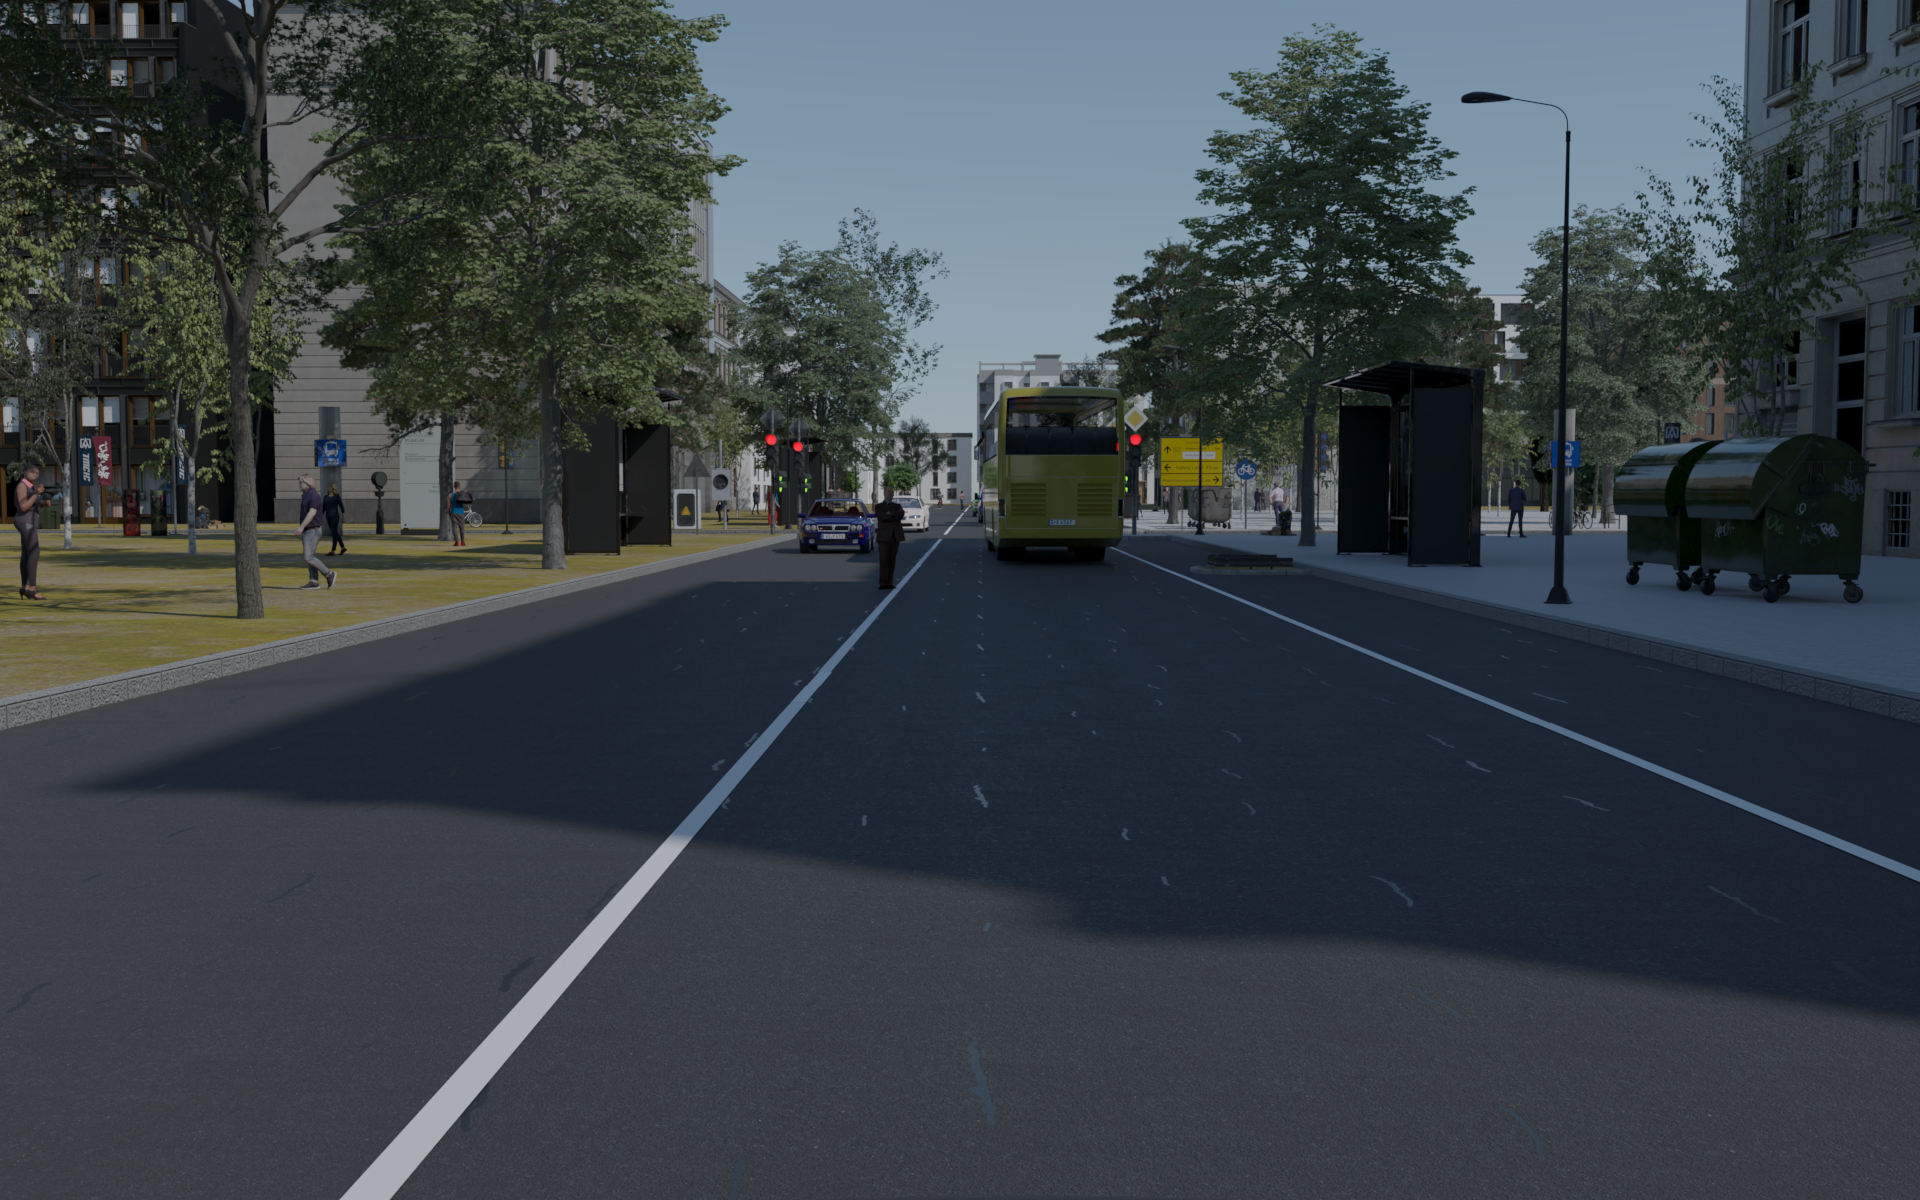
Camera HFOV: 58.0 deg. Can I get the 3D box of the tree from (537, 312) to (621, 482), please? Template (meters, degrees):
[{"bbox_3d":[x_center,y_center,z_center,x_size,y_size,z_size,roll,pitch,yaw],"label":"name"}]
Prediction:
[{"bbox_3d":[-14.291,-6.991,64.663,4.360,8.622,3.978,0,3,0],"label":"tree"}]

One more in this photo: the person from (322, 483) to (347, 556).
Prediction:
[{"bbox_3d":[-13.030,-1.682,36.084,0.480,1.512,0.613,0,4,-1],"label":"person"}]

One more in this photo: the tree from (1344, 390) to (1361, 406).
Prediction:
[{"bbox_3d":[32.460,-12.610,131.923,9.928,11.665,9.643,0,3,0],"label":"tree"}]

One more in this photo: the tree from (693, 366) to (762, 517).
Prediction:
[{"bbox_3d":[-14.016,-9.297,102.360,4.737,8.622,4.395,0,3,0],"label":"tree"}]

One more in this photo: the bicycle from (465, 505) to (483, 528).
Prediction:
[{"bbox_3d":[-18.881,-3.212,65.741,1.543,0.972,0.635,-2,4,-33],"label":"bicycle"}]

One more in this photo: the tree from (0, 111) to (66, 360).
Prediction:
[{"bbox_3d":[-16.357,-4.767,28.311,4.737,8.622,4.395,0,3,0],"label":"tree"}]

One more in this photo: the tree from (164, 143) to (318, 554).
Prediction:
[{"bbox_3d":[-16.352,-5.298,36.984,4.737,8.622,4.395,0,3,0],"label":"tree"}]

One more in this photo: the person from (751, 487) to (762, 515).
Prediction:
[{"bbox_3d":[-12.494,-6.070,106.212,0.530,1.710,0.541,-3,4,-38],"label":"person"}]

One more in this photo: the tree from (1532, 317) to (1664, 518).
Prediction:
[{"bbox_3d":[33.749,-9.574,90.944,7.601,10.594,8.767,0,4,-2],"label":"tree"}]

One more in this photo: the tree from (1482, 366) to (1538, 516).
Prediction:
[{"bbox_3d":[30.769,-9.119,99.458,4.737,8.622,4.395,0,3,0],"label":"tree"}]

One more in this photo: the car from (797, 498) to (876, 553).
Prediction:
[{"bbox_3d":[-3.037,-1.869,43.132,1.945,1.354,3.894,0,4,-1],"label":"car"}]

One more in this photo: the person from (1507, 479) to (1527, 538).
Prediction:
[{"bbox_3d":[16.387,-2.689,50.931,0.530,1.710,0.541,-3,5,-43],"label":"person"}]

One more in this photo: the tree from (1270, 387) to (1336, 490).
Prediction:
[{"bbox_3d":[21.180,-9.545,106.427,4.360,8.622,3.978,0,3,0],"label":"tree"}]

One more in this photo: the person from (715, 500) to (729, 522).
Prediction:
[{"bbox_3d":[-10.891,-4.342,79.246,0.590,1.554,0.614,0,4,3],"label":"person"}]

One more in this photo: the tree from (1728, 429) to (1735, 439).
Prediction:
[{"bbox_3d":[56.553,-8.730,105.648,20.602,7.101,11.467,3,4,37],"label":"tree"}]

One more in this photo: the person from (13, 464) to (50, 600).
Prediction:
[{"bbox_3d":[-11.248,-0.828,21.055,0.593,1.643,0.415,2,4,25],"label":"person"}]

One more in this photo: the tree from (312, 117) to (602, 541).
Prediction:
[{"bbox_3d":[-13.970,-7.637,46.926,6.751,12.117,7.091,0,3,0],"label":"tree"}]

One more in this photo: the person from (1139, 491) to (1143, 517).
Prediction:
[{"bbox_3d":[9.877,-5.321,95.587,0.613,1.512,0.480,3,5,39],"label":"person"}]

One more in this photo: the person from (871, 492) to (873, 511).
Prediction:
[{"bbox_3d":[-6.545,-7.692,132.732,0.541,1.710,0.530,1,4,9],"label":"person"}]

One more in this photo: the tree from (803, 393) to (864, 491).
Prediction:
[{"bbox_3d":[-7.791,-9.504,105.749,4.360,8.622,3.978,0,3,0],"label":"tree"}]

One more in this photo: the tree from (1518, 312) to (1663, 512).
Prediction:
[{"bbox_3d":[47.572,-13.790,127.279,13.155,14.587,18.604,1,4,16],"label":"tree"}]

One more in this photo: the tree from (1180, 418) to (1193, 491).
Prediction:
[{"bbox_3d":[17.795,-10.883,128.291,4.360,8.622,3.978,0,3,0],"label":"tree"}]

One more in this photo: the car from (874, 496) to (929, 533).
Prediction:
[{"bbox_3d":[-2.175,-3.279,65.967,2.083,1.381,4.827,0,4,3],"label":"car"}]

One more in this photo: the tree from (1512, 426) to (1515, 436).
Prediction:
[{"bbox_3d":[36.328,-10.310,118.933,4.360,8.622,3.978,0,3,0],"label":"tree"}]

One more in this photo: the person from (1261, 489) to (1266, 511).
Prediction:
[{"bbox_3d":[22.669,-7.468,129.618,0.415,1.643,0.593,2,4,31],"label":"person"}]

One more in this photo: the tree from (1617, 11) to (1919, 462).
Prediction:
[{"bbox_3d":[13.467,-4.823,29.214,4.737,8.622,4.395,0,3,0],"label":"tree"}]

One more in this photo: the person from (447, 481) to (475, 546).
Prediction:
[{"bbox_3d":[-12.268,-2.119,42.552,0.647,1.594,0.662,-2,4,-25],"label":"person"}]

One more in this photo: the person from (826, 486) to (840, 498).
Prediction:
[{"bbox_3d":[-6.764,-5.214,92.087,0.742,1.727,0.445,-2,4,-33],"label":"person"}]

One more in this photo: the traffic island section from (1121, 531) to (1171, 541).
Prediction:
[{"bbox_3d":[5.512,-1.975,54.576,2.009,0.180,2.903,0,4,1],"label":"traffic island section"}]

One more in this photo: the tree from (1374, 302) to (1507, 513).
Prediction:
[{"bbox_3d":[18.110,-7.115,66.686,4.360,8.622,3.978,0,3,0],"label":"tree"}]

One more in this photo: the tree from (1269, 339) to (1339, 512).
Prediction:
[{"bbox_3d":[23.671,-12.140,120.538,6.751,12.117,7.091,0,3,0],"label":"tree"}]

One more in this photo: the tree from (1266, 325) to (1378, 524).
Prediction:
[{"bbox_3d":[16.179,-7.544,73.705,4.737,8.622,4.395,0,3,0],"label":"tree"}]

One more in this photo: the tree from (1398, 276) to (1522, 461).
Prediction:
[{"bbox_3d":[24.303,-10.026,85.977,6.751,12.117,7.091,0,3,0],"label":"tree"}]

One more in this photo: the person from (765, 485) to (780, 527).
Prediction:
[{"bbox_3d":[-7.186,-3.589,66.423,0.444,1.614,0.593,-2,4,-25],"label":"person"}]

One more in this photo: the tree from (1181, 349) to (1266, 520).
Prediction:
[{"bbox_3d":[13.794,-8.236,85.021,4.737,8.622,4.395,0,3,0],"label":"tree"}]

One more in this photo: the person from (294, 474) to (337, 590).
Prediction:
[{"bbox_3d":[-8.642,-0.913,23.186,0.471,1.553,0.569,0,4,5],"label":"person"}]

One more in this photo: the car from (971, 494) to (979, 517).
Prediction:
[{"bbox_3d":[1.678,-6.196,110.093,1.959,1.807,4.718,0,4,-1],"label":"car"}]

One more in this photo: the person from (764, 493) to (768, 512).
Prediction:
[{"bbox_3d":[-13.793,-7.104,124.256,0.516,1.574,0.319,0,4,-3],"label":"person"}]

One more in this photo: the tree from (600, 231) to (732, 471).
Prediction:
[{"bbox_3d":[-12.769,-9.144,71.566,6.751,12.117,7.091,0,3,0],"label":"tree"}]

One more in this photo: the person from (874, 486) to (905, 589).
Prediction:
[{"bbox_3d":[-1.044,-0.940,26.136,0.482,1.546,0.388,-1,4,-20],"label":"person"}]

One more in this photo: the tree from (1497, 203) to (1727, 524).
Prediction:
[{"bbox_3d":[28.060,-10.282,74.761,9.857,13.997,8.962,0,3,0],"label":"tree"}]
